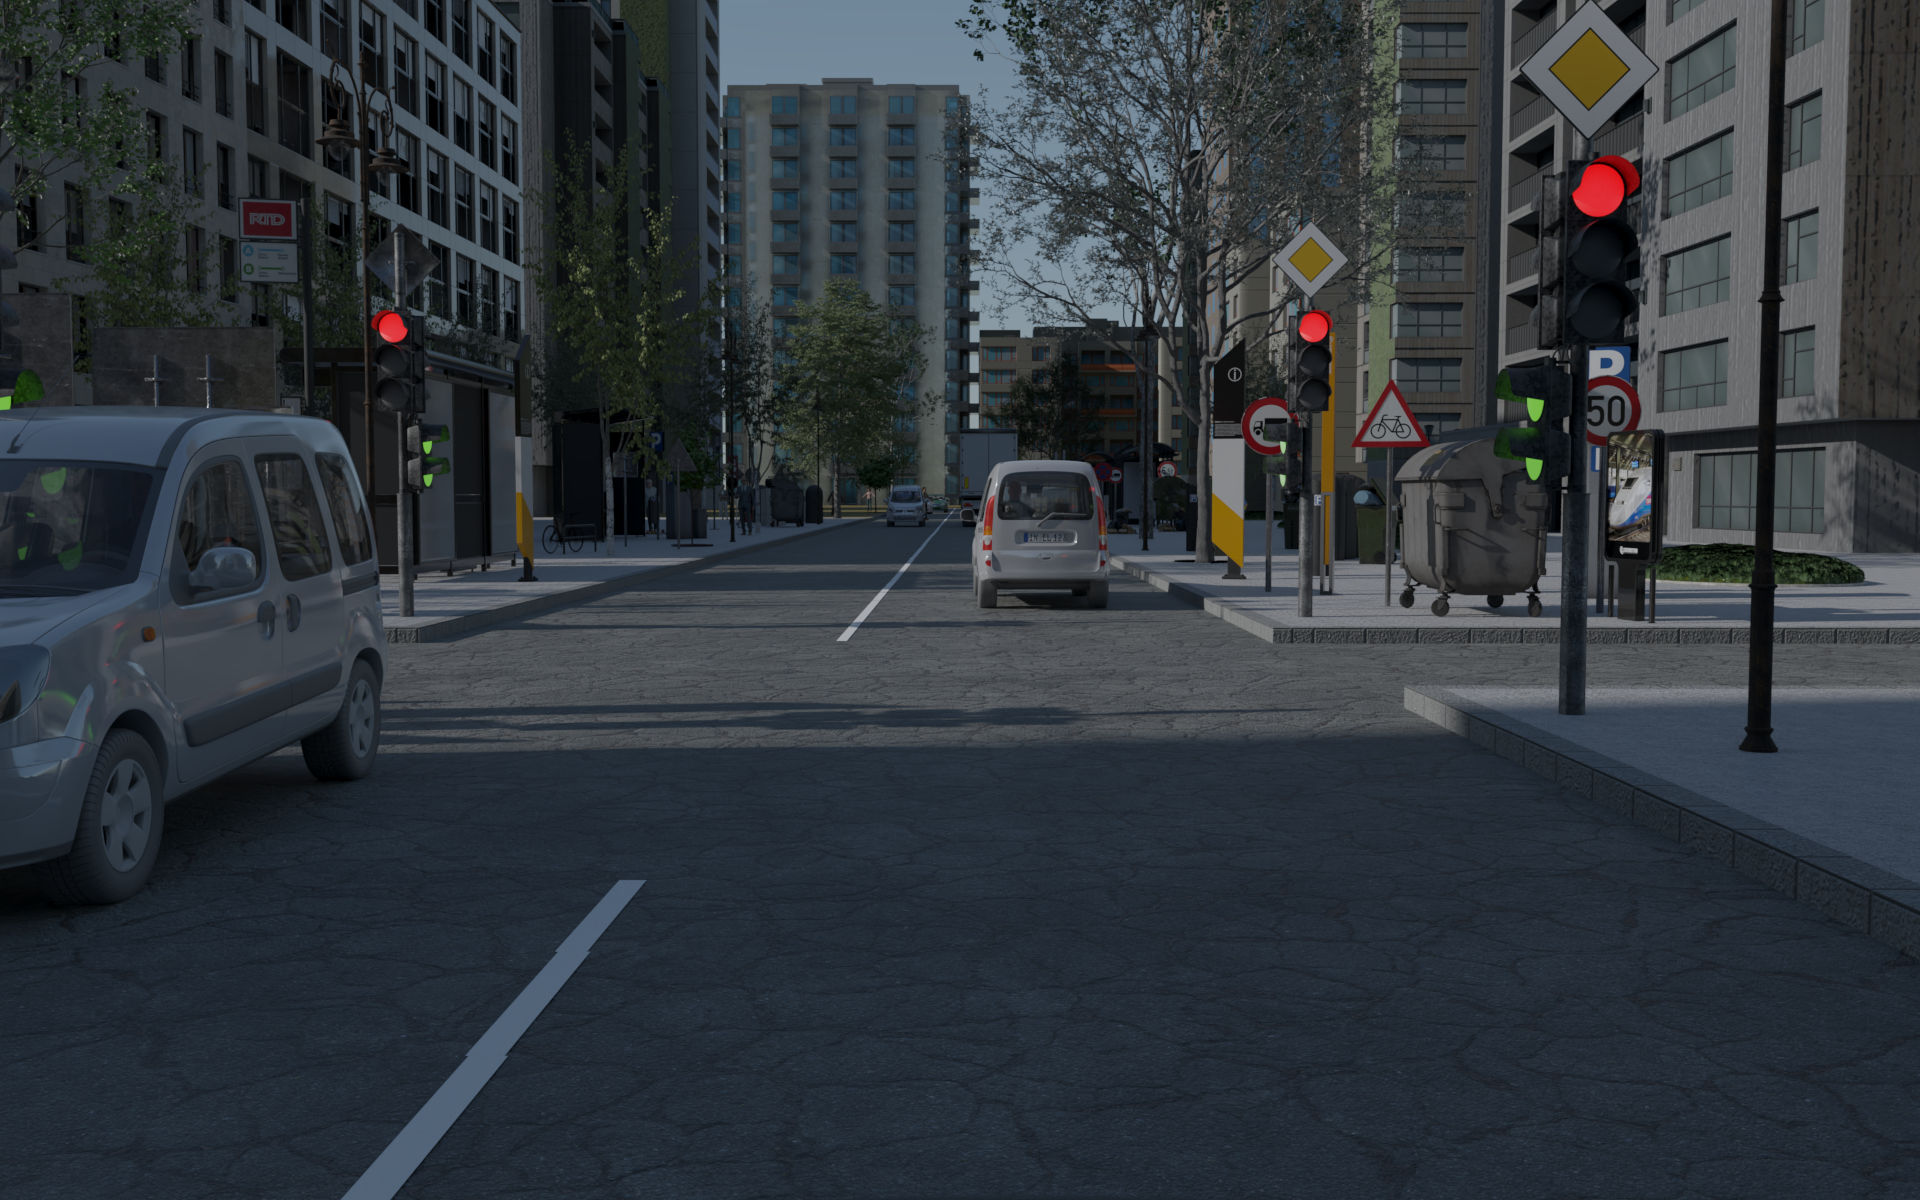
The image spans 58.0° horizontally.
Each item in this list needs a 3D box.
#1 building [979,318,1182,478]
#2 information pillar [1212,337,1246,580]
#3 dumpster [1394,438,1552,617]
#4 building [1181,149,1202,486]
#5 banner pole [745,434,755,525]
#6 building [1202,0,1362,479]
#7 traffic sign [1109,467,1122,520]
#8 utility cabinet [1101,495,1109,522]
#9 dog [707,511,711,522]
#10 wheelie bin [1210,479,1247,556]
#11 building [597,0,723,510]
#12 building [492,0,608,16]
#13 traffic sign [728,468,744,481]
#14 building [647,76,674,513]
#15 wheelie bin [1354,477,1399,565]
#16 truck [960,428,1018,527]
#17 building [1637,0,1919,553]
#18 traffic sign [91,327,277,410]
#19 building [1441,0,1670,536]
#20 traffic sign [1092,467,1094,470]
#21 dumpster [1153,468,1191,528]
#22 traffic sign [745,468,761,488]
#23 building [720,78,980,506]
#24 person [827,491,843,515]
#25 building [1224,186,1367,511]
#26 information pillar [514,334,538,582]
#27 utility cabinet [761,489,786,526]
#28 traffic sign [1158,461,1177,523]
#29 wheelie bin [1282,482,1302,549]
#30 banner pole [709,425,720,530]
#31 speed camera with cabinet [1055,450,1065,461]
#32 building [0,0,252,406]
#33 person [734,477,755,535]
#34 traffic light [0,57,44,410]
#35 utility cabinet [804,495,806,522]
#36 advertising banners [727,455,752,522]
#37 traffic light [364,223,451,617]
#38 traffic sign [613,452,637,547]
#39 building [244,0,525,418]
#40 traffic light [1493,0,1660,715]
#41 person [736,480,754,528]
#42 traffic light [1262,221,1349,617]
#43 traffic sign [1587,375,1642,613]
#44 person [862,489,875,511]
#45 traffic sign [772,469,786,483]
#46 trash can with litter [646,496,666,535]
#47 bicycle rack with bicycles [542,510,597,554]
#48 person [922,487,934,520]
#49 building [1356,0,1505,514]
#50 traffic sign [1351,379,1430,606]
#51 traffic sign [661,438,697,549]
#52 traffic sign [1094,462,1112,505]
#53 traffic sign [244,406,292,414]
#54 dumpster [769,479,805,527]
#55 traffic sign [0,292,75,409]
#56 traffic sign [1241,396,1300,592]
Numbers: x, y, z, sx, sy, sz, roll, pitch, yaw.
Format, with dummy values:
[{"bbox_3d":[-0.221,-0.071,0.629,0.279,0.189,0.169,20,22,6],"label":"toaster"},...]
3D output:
[{"bbox_3d":[16.730,-22.005,204.814,28.899,21.520,27.650,0,4,0],"label":"building"},{"bbox_3d":[4.051,-2.120,26.014,0.504,3.616,0.183,1,4,19],"label":"information pillar"},{"bbox_3d":[5.527,-0.792,18.707,1.264,1.857,1.865,0,4,0],"label":"dumpster"},{"bbox_3d":[25.779,-23.018,148.047,14.160,30.474,14.107,0,4,0],"label":"building"},{"bbox_3d":[-8.627,-4.991,71.614,0.401,3.779,0.863,1,4,10],"label":"banner pole"},{"bbox_3d":[26.413,-29.521,132.783,14.600,45.320,14.200,0,4,0],"label":"building"},{"bbox_3d":[7.404,-5.040,82.516,0.768,2.556,0.104,0,4,4],"label":"traffic sign"},{"bbox_3d":[6.688,-4.231,80.345,0.306,1.237,1.020,1,4,11],"label":"utility cabinet"},{"bbox_3d":[-11.797,-3.840,79.608,0.406,0.507,0.540,3,5,40],"label":"dog"},{"bbox_3d":[5.450,-1.718,35.991,0.980,1.594,0.693,0,4,0],"label":"wheelie bin"},{"bbox_3d":[-34.467,-36.791,143.529,28.212,58.520,21.231,0,4,0],"label":"building"},{"bbox_3d":[-26.656,-20.108,100.459,14.160,30.474,14.107,0,4,0],"label":"building"},{"bbox_3d":[-10.658,-5.060,82.457,0.795,2.593,0.064,1,4,8],"label":"traffic sign"},{"bbox_3d":[-27.168,-20.969,114.543,14.160,30.474,14.107,0,4,0],"label":"building"},{"bbox_3d":[7.630,-1.460,31.785,0.693,1.594,0.980,2,4,33],"label":"wheelie bin"},{"bbox_3d":[1.340,-5.534,79.397,2.839,4.237,11.283,0,4,1],"label":"truck"},{"bbox_3d":[25.362,-16.399,39.821,14.107,30.474,14.160,0,4,0],"label":"building"},{"bbox_3d":[-9.448,-1.667,21.122,2.265,3.308,0.079,0,4,2],"label":"traffic sign"},{"bbox_3d":[29.025,-37.765,55.704,20.563,71.187,20.611,0,4,0],"label":"building"},{"bbox_3d":[6.146,-4.975,81.439,0.768,2.556,0.104,0,4,8],"label":"traffic sign"},{"bbox_3d":[7.849,-3.841,65.293,1.502,2.255,1.985,0,4,0],"label":"dumpster"},{"bbox_3d":[-9.833,-5.017,82.133,0.768,2.556,0.104,0,4,2],"label":"traffic sign"},{"bbox_3d":[-12.956,-35.631,202.181,30.456,49.044,23.786,0,4,0],"label":"building"},{"bbox_3d":[-7.476,-5.948,103.847,0.990,1.755,0.434,0,4,2],"label":"person"},{"bbox_3d":[32.809,-16.326,111.972,27.650,21.520,28.899,0,4,0],"label":"building"},{"bbox_3d":[-6.352,-2.073,25.252,0.183,3.616,0.504,0,4,6],"label":"information pillar"},{"bbox_3d":[-7.488,-3.710,69.337,0.318,1.500,1.173,2,4,35],"label":"utility cabinet"},{"bbox_3d":[8.022,-4.093,67.029,0.768,2.556,0.104,0,4,3],"label":"traffic sign"},{"bbox_3d":[7.924,-1.982,40.315,0.980,1.594,0.693,2,4,32],"label":"wheelie bin"},{"bbox_3d":[-8.770,-4.421,62.307,0.401,3.779,0.863,-2,4,-28],"label":"banner pole"},{"bbox_3d":[5.225,-5.360,81.974,2.038,3.252,0.660,0,4,2],"label":"speed camera with cabinet"},{"bbox_3d":[-25.148,-11.336,40.098,10.420,20.320,16.860,0,4,0],"label":"building"},{"bbox_3d":[-6.713,-2.918,53.925,0.661,1.801,0.590,0,4,3],"label":"person"},{"bbox_3d":[-5.808,-1.291,10.024,0.839,4.253,0.868,0,4,0],"label":"traffic light"},{"bbox_3d":[-6.954,-4.148,78.983,0.306,1.237,1.020,-3,5,-41],"label":"utility cabinet"},{"bbox_3d":[-9.519,-5.015,78.184,2.074,3.025,0.090,-2,4,-24],"label":"advertising banners"},{"bbox_3d":[-5.772,-1.779,18.009,0.839,4.253,0.868,0,4,0],"label":"traffic light"},{"bbox_3d":[-8.137,-2.445,42.108,0.606,2.300,0.079,0,4,8],"label":"traffic sign"},{"bbox_3d":[-30.559,-15.990,65.946,19.350,26.468,34.151,0,4,0],"label":"building"},{"bbox_3d":[3.554,-1.289,9.999,0.839,4.253,0.868,0,4,0],"label":"traffic light"},{"bbox_3d":[-8.141,-3.634,65.487,0.654,1.822,0.581,0,4,0],"label":"person"},{"bbox_3d":[3.589,-1.778,17.984,0.839,4.253,0.868,0,4,0],"label":"traffic light"},{"bbox_3d":[6.904,-1.132,18.611,0.768,2.556,0.104,0,4,1],"label":"traffic sign"},{"bbox_3d":[-6.837,-7.543,130.083,1.217,1.736,0.721,2,4,25],"label":"person"},{"bbox_3d":[-8.528,-5.024,82.140,0.884,2.594,0.081,1,4,9],"label":"traffic sign"},{"bbox_3d":[-9.664,-2.725,55.608,1.678,1.210,2.233,0,4,7],"label":"trash can with litter"},{"bbox_3d":[-9.306,-1.490,37.747,2.852,0.926,2.925,1,4,11],"label":"bicycle rack with bicycles"},{"bbox_3d":[-1.931,-5.283,94.889,0.705,1.823,1.348,3,5,43],"label":"person"},{"bbox_3d":[27.013,-24.585,85.564,14.154,41.232,14.086,0,4,0],"label":"building"},{"bbox_3d":[4.886,-1.205,19.710,0.884,2.594,0.081,0,4,6],"label":"traffic sign"},{"bbox_3d":[-6.532,-2.456,40.166,0.884,2.594,0.081,0,4,3],"label":"traffic sign"},{"bbox_3d":[5.749,-4.258,69.723,0.768,2.556,0.104,0,4,3],"label":"traffic sign"},{"bbox_3d":[-8.051,-1.105,20.195,0.606,2.300,0.079,1,4,9],"label":"traffic sign"},{"bbox_3d":[-6.727,-3.764,67.307,1.264,1.857,1.865,0,4,0],"label":"dumpster"},{"bbox_3d":[-10.095,-1.452,17.612,2.265,3.308,0.079,0,4,4],"label":"traffic sign"},{"bbox_3d":[4.051,-1.381,22.678,0.768,2.556,0.104,0,4,3],"label":"traffic sign"}]
